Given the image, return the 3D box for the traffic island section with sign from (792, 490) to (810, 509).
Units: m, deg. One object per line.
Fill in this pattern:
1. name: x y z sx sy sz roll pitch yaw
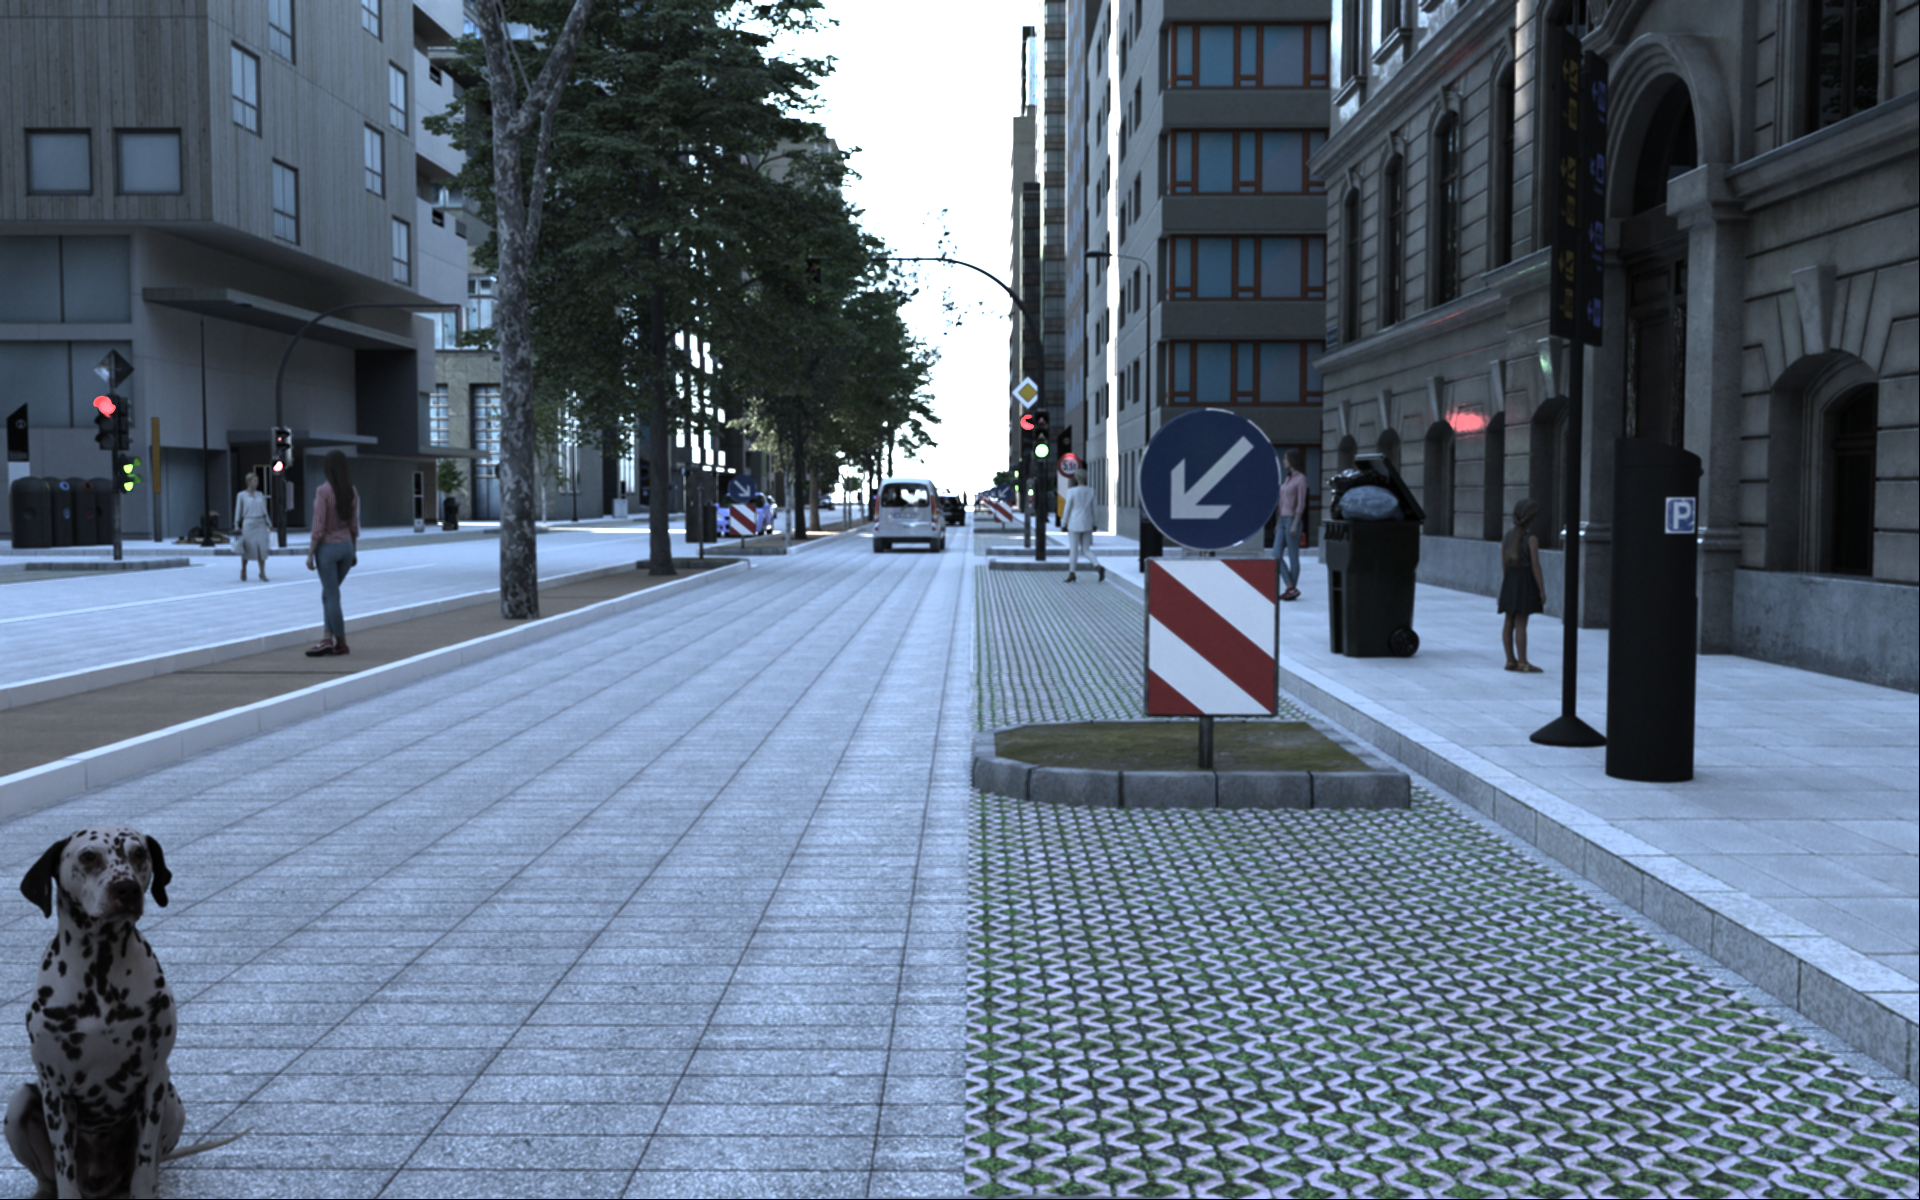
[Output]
1. traffic island section with sign: -15.291 -9.786 168.634 1.989 1.847 2.006 0 4 0

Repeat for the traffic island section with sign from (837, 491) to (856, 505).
1. traffic island section with sign: -14.849 -13.169 223.948 1.989 1.847 2.006 0 4 0

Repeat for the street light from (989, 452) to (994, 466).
1. street light: 4.293 -13.483 192.989 1.470 5.913 1.316 0 4 0

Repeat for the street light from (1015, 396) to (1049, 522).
1. street light: 3.363 -6.466 78.253 1.470 5.913 1.316 0 4 0

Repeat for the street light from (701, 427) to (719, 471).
1. street light: -17.153 -8.920 118.386 1.470 5.913 1.316 0 4 0

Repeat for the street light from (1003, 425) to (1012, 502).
1. street light: 3.654 -8.785 116.168 1.470 5.913 1.316 0 4 0

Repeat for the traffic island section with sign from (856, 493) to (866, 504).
1. traffic island section with sign: -14.628 -14.820 250.938 1.989 1.847 2.006 0 4 0

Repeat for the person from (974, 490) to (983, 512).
1. person: 1.394 -7.659 134.657 0.756 1.711 0.436 2 4 33

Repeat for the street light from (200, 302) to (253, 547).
1. street light: -17.813 -4.253 42.071 1.470 5.913 1.316 0 4 0

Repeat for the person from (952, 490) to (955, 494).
1. person: -0.714 -10.901 186.748 1.348 1.821 0.705 3 5 42

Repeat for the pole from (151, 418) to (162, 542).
1. pole: -21.452 -3.205 46.246 0.158 3.312 0.155 0 3 0

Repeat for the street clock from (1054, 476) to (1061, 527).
1. street clock: 3.839 -3.859 67.659 0.358 2.002 0.471 1 4 15

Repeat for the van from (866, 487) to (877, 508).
1. van: -7.323 -9.356 157.356 2.240 2.365 5.245 0 4 0

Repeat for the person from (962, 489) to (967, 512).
1. person: 0.363 -7.772 135.576 0.705 1.823 1.348 0 4 5

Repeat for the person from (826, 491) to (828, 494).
1. person: -16.696 -13.000 219.320 0.721 1.743 1.217 0 4 3

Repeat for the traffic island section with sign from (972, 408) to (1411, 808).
1. traffic island section with sign: 1.055 -0.010 8.787 1.989 1.847 2.006 0 4 0

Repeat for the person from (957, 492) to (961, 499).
1. person: -0.162 -12.325 210.676 0.621 1.740 0.551 2 4 29

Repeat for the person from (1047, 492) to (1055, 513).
1. person: 6.017 -6.891 118.795 1.350 1.814 0.705 3 5 42

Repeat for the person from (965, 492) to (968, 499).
1. person: 0.638 -12.837 219.323 0.756 1.711 0.436 1 4 20

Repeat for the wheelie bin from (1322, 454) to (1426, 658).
1. wheelie bin: 3.272 -0.359 13.778 0.693 1.594 0.980 0 4 -7

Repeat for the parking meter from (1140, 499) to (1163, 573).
1. parking meter: 3.130 -1.218 28.330 0.372 1.533 0.369 0 3 0

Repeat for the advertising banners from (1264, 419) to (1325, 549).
1. advertising banners: 7.940 -2.724 40.721 2.074 3.025 0.090 1 4 11

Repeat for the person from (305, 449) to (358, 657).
1. person: -5.504 -0.412 15.248 0.388 1.821 0.555 1 4 15

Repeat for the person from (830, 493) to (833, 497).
1. person: -17.081 -13.749 231.644 0.742 1.727 0.445 3 5 42

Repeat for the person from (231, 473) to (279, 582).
1. person: -11.602 -1.199 28.462 0.694 1.780 0.624 -2 4 -33

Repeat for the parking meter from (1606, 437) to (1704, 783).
1. parking meter: 3.135 0.035 7.833 0.372 1.533 0.369 0 3 0

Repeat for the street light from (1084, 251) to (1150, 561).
1. street light: 3.066 -3.713 33.241 1.470 5.913 1.316 0 4 0

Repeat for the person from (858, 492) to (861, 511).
1. person: -8.511 -8.407 147.424 0.593 1.643 0.415 3 4 36

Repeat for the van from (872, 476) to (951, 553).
1. van: -1.254 -2.251 43.810 2.013 2.044 4.112 0 4 2

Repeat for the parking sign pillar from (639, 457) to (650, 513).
1. parking sign pillar: -21.115 -7.809 116.151 1.447 3.967 1.447 -1 4 -11

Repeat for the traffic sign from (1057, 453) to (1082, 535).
1. traffic sign: 3.430 -3.312 54.264 0.768 2.556 0.104 0 4 6

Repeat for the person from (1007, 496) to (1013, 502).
1. person: 4.973 -10.687 180.778 1.348 1.823 0.705 3 4 37

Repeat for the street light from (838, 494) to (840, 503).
1. street light: -16.147 -16.297 239.002 1.470 5.913 1.316 0 4 0

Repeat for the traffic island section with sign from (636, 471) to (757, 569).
1. traffic island section with sign: -5.150 -1.568 33.781 2.006 1.907 1.989 0 4 0

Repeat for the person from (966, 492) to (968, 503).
1. person: 1.011 -16.121 272.883 0.445 1.727 0.742 0 4 -2

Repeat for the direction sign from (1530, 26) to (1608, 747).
1. direction sign: 3.146 -1.031 8.850 0.379 3.537 0.876 2 4 34

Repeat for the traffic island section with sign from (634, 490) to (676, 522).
1. traffic island section with sign: -15.911 -5.012 90.573 1.989 1.847 2.006 0 4 0

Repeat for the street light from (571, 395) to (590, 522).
1. street light: -17.377 -6.596 80.381 1.470 5.913 1.316 0 4 0

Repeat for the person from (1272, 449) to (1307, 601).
1. person: 3.973 -0.911 20.946 0.388 1.821 0.555 -2 4 -25

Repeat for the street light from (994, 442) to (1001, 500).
1. street light: 3.987 -11.164 155.073 1.470 5.913 1.316 0 4 0

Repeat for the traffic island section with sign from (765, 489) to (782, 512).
1. traffic island section with sign: -15.519 -8.105 141.144 1.989 1.847 2.006 0 4 0

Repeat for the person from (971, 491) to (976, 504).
1. person: 2.085 -14.251 241.437 1.348 1.831 0.705 3 4 36

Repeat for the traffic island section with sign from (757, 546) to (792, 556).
1. traffic island section with sign: -5.081 -2.022 41.188 2.006 1.907 1.989 0 4 0

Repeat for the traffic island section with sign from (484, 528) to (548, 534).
1. traffic island section with sign: -16.133 -3.338 63.207 1.989 1.847 2.006 0 4 0

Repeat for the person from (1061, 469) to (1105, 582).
1. person: 1.977 -1.186 27.776 0.514 1.842 0.818 -3 5 -43

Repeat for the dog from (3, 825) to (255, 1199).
1. dog: -1.648 0.815 3.507 0.513 0.831 0.800 1 4 10

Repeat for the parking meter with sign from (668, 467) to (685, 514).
1. parking meter with sign: -18.927 -7.186 113.746 1.738 3.016 0.543 1 4 20

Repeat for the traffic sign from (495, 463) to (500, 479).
1. traffic sign: -17.759 -4.122 67.507 0.768 2.556 0.104 0 4 1

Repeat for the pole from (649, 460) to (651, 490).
1. pole: -18.212 -6.624 102.142 0.158 3.312 0.155 0 3 0

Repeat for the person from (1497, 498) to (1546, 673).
1. person: 4.059 -0.109 12.494 0.373 1.253 0.362 -1 4 -21

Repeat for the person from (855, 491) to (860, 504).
1. person: -14.146 -14.172 239.850 0.705 1.869 1.348 1 4 19
